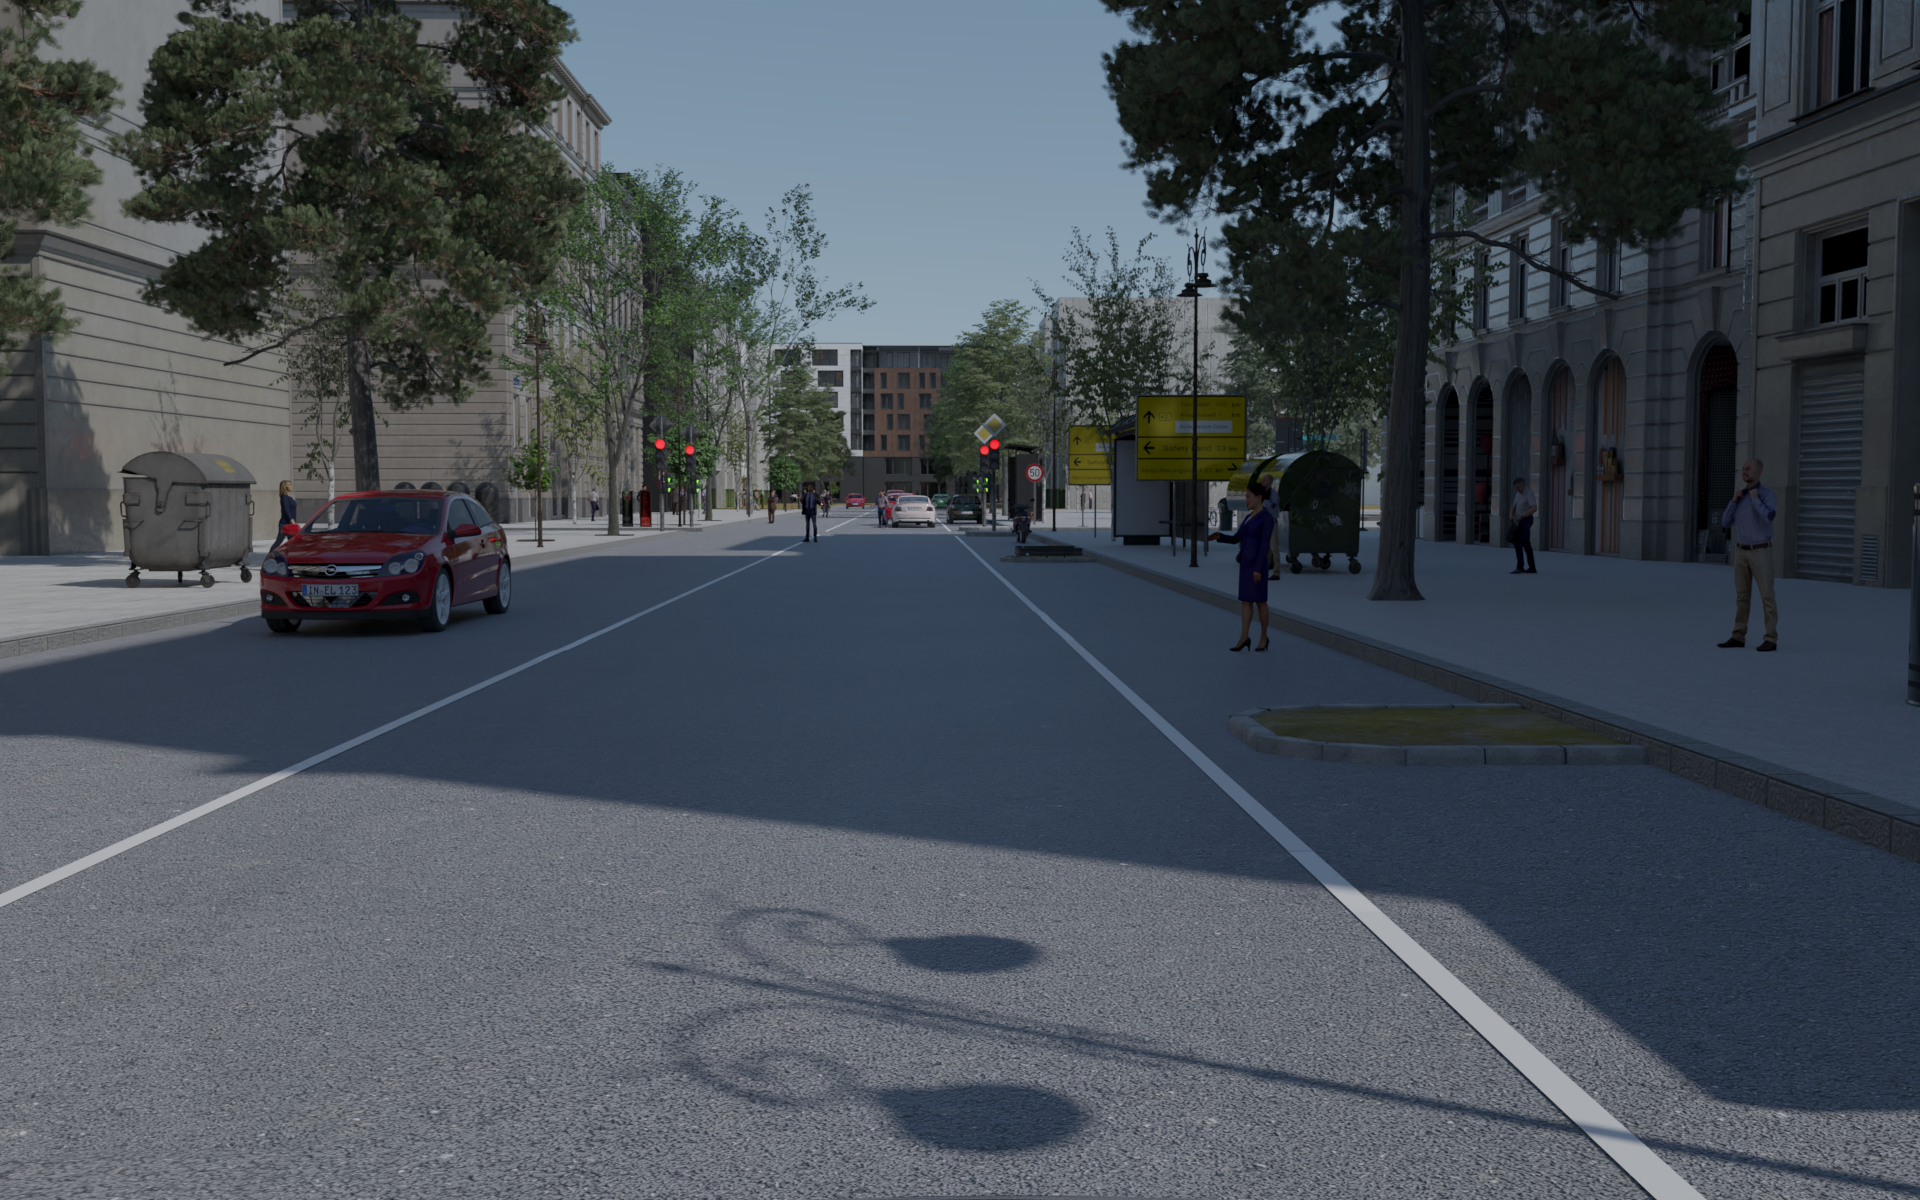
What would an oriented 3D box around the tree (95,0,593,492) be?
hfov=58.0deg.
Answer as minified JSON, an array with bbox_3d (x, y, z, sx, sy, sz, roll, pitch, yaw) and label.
[{"bbox_3d":[-10.617,-7.514,30.282,7.806,13.903,7.818,0,3,0],"label":"tree"}]

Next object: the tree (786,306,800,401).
[{"bbox_3d":[-11.828,-9.576,82.316,9.928,11.665,9.643,0,3,0],"label":"tree"}]

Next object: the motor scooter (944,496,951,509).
[{"bbox_3d":[-0.781,-7.028,127.689,0.815,1.314,1.986,0,4,-1],"label":"motor scooter"}]

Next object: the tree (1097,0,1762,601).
[{"bbox_3d":[5.461,-6.913,20.446,7.806,13.903,7.818,0,3,0],"label":"tree"}]

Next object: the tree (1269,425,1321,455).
[{"bbox_3d":[15.862,-5.896,80.112,4.285,4.588,4.351,0,3,0],"label":"tree"}]

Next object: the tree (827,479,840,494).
[{"bbox_3d":[-15.926,-13.692,218.458,1.663,3.219,1.824,0,3,0],"label":"tree"}]

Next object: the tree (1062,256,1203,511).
[{"bbox_3d":[5.982,-6.372,54.546,4.360,8.622,3.978,0,3,0],"label":"tree"}]

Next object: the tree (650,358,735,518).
[{"bbox_3d":[-14.120,-8.668,92.077,4.360,8.622,3.978,0,3,0],"label":"tree"}]

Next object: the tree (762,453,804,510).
[{"bbox_3d":[-13.859,-9.375,137.001,4.285,4.588,4.351,0,3,0],"label":"tree"}]

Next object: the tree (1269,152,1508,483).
[{"bbox_3d":[9.159,-5.242,36.063,4.737,8.622,4.395,0,3,0],"label":"tree"}]

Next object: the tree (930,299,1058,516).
[{"bbox_3d":[2.332,-11.189,101.070,7.486,12.596,7.792,0,3,0],"label":"tree"}]

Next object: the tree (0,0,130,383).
[{"bbox_3d":[-12.493,-5.887,18.308,6.751,12.117,7.091,0,3,0],"label":"tree"}]

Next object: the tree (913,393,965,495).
[{"bbox_3d":[-0.526,-17.918,203.331,12.009,13.543,11.850,0,3,0],"label":"tree"}]

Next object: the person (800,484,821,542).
[{"bbox_3d":[-4.453,-2.575,51.430,0.655,1.722,0.431,1,4,20],"label":"person"}]

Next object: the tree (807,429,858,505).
[{"bbox_3d":[-15.422,-16.460,203.531,7.601,10.594,8.767,1,4,13],"label":"tree"}]

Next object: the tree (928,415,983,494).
[{"bbox_3d":[-0.063,-16.024,184.053,6.751,12.117,7.091,0,3,0],"label":"tree"}]

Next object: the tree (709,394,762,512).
[{"bbox_3d":[-15.793,-10.524,122.436,4.737,8.622,4.395,0,3,0],"label":"tree"}]

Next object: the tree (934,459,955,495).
[{"bbox_3d":[-0.851,-16.038,212.583,4.360,8.622,3.978,0,3,0],"label":"tree"}]

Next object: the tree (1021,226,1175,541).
[{"bbox_3d":[3.968,-5.893,46.711,4.737,8.622,4.395,0,3,0],"label":"tree"}]

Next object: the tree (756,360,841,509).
[{"bbox_3d":[-13.672,-13.975,146.612,7.486,12.596,7.792,0,3,0],"label":"tree"}]

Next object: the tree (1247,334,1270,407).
[{"bbox_3d":[9.502,-5.903,46.883,4.737,8.622,4.395,0,3,0],"label":"tree"}]

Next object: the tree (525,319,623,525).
[{"bbox_3d":[-16.169,-7.473,72.547,4.737,8.622,4.395,0,3,0],"label":"tree"}]

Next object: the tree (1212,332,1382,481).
[{"bbox_3d":[21.508,-12.685,114.055,9.857,13.997,8.962,0,3,0],"label":"tree"}]

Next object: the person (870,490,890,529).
[{"bbox_3d":[-3.261,-3.760,71.942,0.963,1.587,0.435,2,4,25],"label":"person"}]

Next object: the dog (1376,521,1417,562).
[{"bbox_3d":[8.417,-1.142,33.051,0.800,0.831,0.513,3,5,43],"label":"dog"}]

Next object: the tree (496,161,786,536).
[{"bbox_3d":[-10.528,-7.785,53.048,9.928,11.665,9.643,0,3,0],"label":"tree"}]

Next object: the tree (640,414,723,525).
[{"bbox_3d":[-11.434,-5.352,71.211,4.285,4.588,4.351,0,3,0],"label":"tree"}]

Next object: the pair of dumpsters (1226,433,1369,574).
[{"bbox_3d":[5.735,-1.662,29.667,1.574,2.255,4.436,0,4,-1],"label":"pair of dumpsters"}]

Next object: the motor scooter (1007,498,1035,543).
[{"bbox_3d":[1.809,-2.336,50.968,0.815,1.314,1.986,0,4,-2],"label":"motor scooter"}]

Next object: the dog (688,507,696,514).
[{"bbox_3d":[-17.583,-5.875,113.786,0.550,0.427,0.748,0,4,0],"label":"dog"}]

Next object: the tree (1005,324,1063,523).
[{"bbox_3d":[3.903,-7.688,76.063,4.360,8.622,3.978,0,3,0],"label":"tree"}]

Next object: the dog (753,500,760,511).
[{"bbox_3d":[-15.547,-7.243,132.805,0.800,0.831,0.513,2,4,33],"label":"dog"}]

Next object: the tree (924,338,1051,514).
[{"bbox_3d":[2.071,-11.452,112.996,9.928,11.665,9.643,0,3,0],"label":"tree"}]

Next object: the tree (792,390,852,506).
[{"bbox_3d":[-14.441,-15.772,179.926,6.751,12.117,7.091,0,3,0],"label":"tree"}]

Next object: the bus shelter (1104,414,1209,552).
[{"bbox_3d":[4.694,-2.869,40.832,2.014,3.302,5.546,0,4,-2],"label":"bus shelter"}]

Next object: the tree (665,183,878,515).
[{"bbox_3d":[-11.895,-15.263,105.432,12.611,20.169,13.585,0,3,0],"label":"tree"}]

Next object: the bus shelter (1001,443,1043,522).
[{"bbox_3d":[2.975,-5.629,83.325,1.731,3.624,6.357,0,4,-2],"label":"bus shelter"}]

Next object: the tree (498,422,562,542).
[{"bbox_3d":[-11.454,-3.208,47.049,1.663,3.219,1.824,0,3,0],"label":"tree"}]

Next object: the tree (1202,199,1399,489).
[{"bbox_3d":[8.722,-5.550,41.109,4.360,8.622,3.978,0,3,0],"label":"tree"}]

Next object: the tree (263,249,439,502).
[{"bbox_3d":[-14.480,-5.494,40.188,4.360,8.622,3.978,0,3,0],"label":"tree"}]

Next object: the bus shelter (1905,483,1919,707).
[{"bbox_3d":[6.064,-1.757,6.366,2.179,5.291,8.768,0,4,-2],"label":"bus shelter"}]

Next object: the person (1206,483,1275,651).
[{"bbox_3d":[2.581,-0.296,15.710,0.546,1.535,0.453,-3,5,-41],"label":"person"}]
